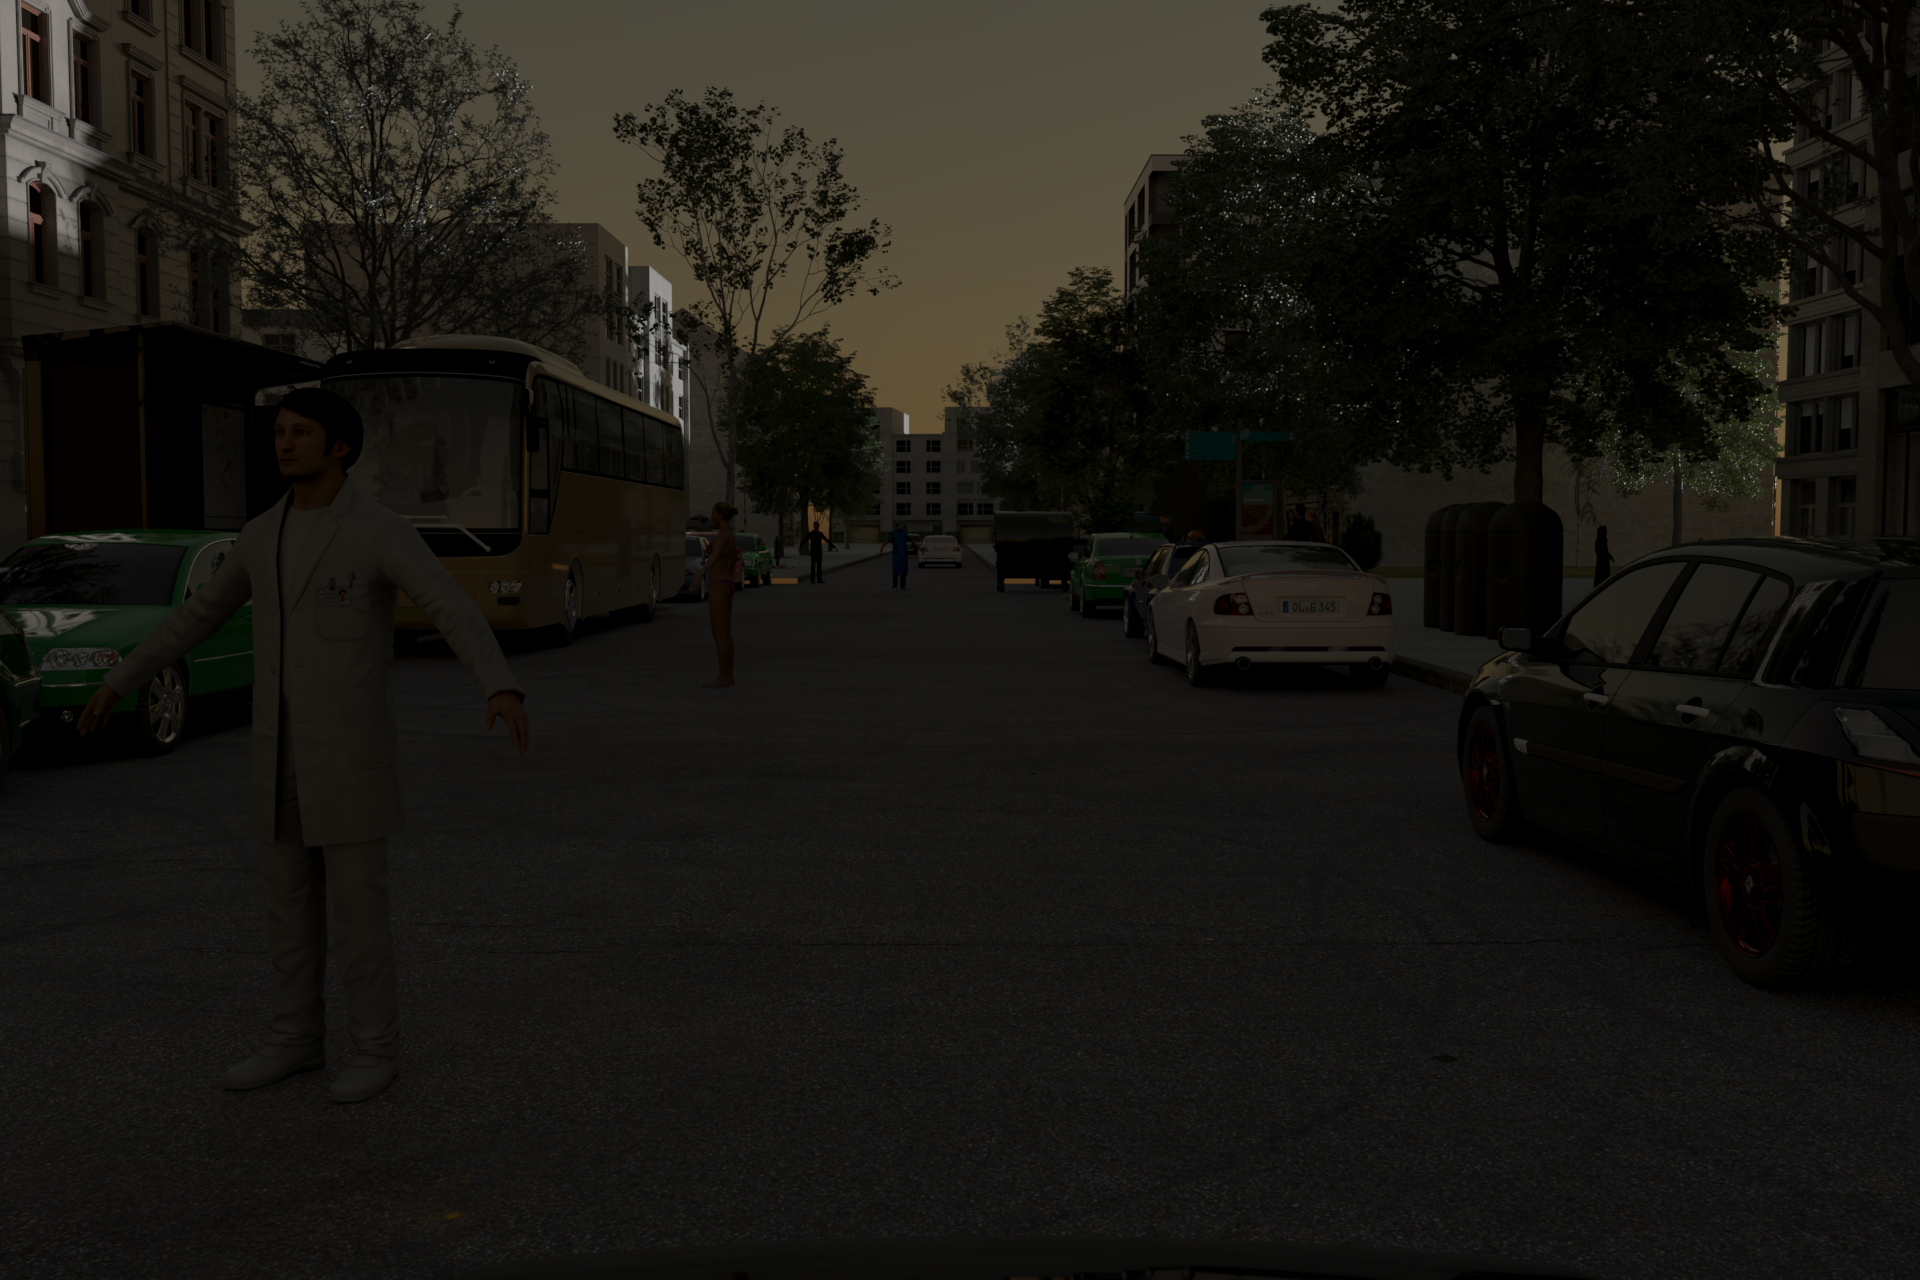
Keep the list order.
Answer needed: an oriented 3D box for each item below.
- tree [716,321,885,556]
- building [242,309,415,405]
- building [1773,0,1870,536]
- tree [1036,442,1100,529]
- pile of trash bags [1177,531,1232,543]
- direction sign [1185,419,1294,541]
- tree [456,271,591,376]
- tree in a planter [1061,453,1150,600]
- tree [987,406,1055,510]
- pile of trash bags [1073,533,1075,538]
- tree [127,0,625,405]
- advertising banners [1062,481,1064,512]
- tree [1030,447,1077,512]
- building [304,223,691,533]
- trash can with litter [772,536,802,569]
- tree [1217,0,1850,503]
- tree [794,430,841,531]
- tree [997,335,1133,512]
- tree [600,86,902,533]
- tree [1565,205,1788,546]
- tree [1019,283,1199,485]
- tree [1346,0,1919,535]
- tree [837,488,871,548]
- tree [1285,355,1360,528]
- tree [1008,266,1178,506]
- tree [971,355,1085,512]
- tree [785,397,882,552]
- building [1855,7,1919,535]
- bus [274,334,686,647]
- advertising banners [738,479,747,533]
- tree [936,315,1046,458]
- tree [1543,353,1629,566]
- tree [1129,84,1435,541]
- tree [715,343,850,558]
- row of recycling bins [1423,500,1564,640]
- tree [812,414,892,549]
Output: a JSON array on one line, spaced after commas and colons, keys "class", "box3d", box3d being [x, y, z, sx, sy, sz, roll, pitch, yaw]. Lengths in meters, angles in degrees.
[{"class": "tree", "box3d": [-9.381, -12.013, 103.062, 9.857, 13.997, 8.962, 0, 3, 0]}, {"class": "building", "box3d": [-27.663, -8.356, 78.773, 9.099, 9.664, 28.070, 0, 4, 0]}, {"class": "building", "box3d": [27.984, -11.952, 42.096, 8.464, 21.280, 15.925, 0, 4, 0]}, {"class": "tree", "box3d": [6.222, -9.471, 105.217, 4.737, 8.622, 4.395, 0, 3, 0]}, {"class": "pile of trash bags", "box3d": [6.248, -2.142, 44.782, 1.912, 1.369, 3.447, 0, 4, 0]}, {"class": "direction sign", "box3d": [6.486, -3.115, 39.692, 2.525, 3.948, 1.411, 0, 4, 0]}, {"class": "tree", "box3d": [-12.534, -6.038, 49.082, 4.737, 8.622, 4.395, 0, 3, 0]}, {"class": "tree in a planter", "box3d": [3.226, -2.490, 37.930, 1.991, 3.239, 1.994, 0, 4, -1]}, {"class": "tree", "box3d": [5.670, -13.286, 135.345, 7.486, 12.596, 7.792, 0, 3, 0]}, {"class": "pile of trash bags", "box3d": [3.429, -2.653, 53.125, 1.912, 1.369, 3.447, 0, 4, -2]}, {"class": "tree", "box3d": [-12.469, -7.786, 37.673, 12.009, 13.543, 11.850, 0, 3, 0]}, {"class": "advertising banners", "box3d": [3.355, -3.776, 57.920, 0.090, 3.025, 2.074, 0, 4, -1]}, {"class": "tree", "box3d": [6.132, -9.822, 110.956, 4.737, 8.622, 4.395, 0, 3, 0]}, {"class": "building", "box3d": [-28.799, -15.174, 114.556, 16.747, 18.905, 31.486, 0, 4, 0]}, {"class": "trash can with litter", "box3d": [-6.675, -3.289, 64.836, 1.678, 1.210, 2.233, 0, 4, 1]}, {"class": "tree", "box3d": [9.463, -7.477, 28.897, 9.857, 13.997, 8.962, 0, 3, 0]}, {"class": "tree", "box3d": [-9.361, -10.035, 114.433, 4.360, 8.622, 3.978, 0, 3, 0]}, {"class": "tree", "box3d": [5.519, -10.011, 89.429, 9.928, 11.665, 9.643, 0, 3, 0]}, {"class": "tree", "box3d": [-8.798, -13.214, 71.938, 12.611, 20.169, 13.585, 0, 3, 0]}, {"class": "tree", "box3d": [24.700, -8.703, 60.428, 7.486, 12.596, 7.792, 0, 3, 0]}, {"class": "tree", "box3d": [5.838, -7.914, 63.808, 7.601, 10.594, 8.767, -1, 4, -15]}, {"class": "tree", "box3d": [8.762, -6.431, 15.511, 12.009, 13.543, 11.850, 0, 3, 0]}, {"class": "tree", "box3d": [-10.169, -12.597, 156.320, 4.737, 8.622, 4.395, 0, 3, 0]}, {"class": "tree", "box3d": [13.357, -6.951, 64.008, 4.737, 8.622, 4.395, 0, 3, 0]}, {"class": "tree", "box3d": [5.479, -9.549, 74.246, 7.486, 12.596, 7.792, 0, 3, 0]}, {"class": "tree", "box3d": [5.187, -13.195, 122.394, 9.857, 13.997, 8.962, 0, 3, 0]}, {"class": "tree", "box3d": [-9.274, -12.230, 125.722, 9.928, 11.665, 9.643, 0, 3, 0]}, {"class": "building", "box3d": [27.423, -13.067, 16.846, 19.350, 26.588, 34.151, 0, 4, 0]}, {"class": "bus", "box3d": [-6.150, -2.056, 25.157, 2.896, 3.916, 12.252, 0, 4, 0]}, {"class": "advertising banners", "box3d": [-6.878, -3.588, 54.850, 0.090, 3.025, 2.074, 0, 4, -1]}, {"class": "tree", "box3d": [4.288, -18.142, 152.507, 12.611, 20.169, 13.585, 0, 3, 0]}, {"class": "tree", "box3d": [24.502, -7.261, 69.087, 4.360, 8.622, 3.978, 0, 3, 0]}, {"class": "tree", "box3d": [9.248, -8.749, 49.705, 9.857, 13.997, 8.962, 0, 3, 0]}, {"class": "tree", "box3d": [-9.525, -10.243, 93.228, 9.928, 11.665, 9.643, 0, 3, 0]}, {"class": "row of recycling bins", "box3d": [6.794, -0.932, 22.351, 1.069, 1.692, 3.534, 0, 4, -1]}, {"class": "tree", "box3d": [-9.517, -13.860, 144.740, 7.486, 12.596, 7.792, 0, 3, 0]}]
